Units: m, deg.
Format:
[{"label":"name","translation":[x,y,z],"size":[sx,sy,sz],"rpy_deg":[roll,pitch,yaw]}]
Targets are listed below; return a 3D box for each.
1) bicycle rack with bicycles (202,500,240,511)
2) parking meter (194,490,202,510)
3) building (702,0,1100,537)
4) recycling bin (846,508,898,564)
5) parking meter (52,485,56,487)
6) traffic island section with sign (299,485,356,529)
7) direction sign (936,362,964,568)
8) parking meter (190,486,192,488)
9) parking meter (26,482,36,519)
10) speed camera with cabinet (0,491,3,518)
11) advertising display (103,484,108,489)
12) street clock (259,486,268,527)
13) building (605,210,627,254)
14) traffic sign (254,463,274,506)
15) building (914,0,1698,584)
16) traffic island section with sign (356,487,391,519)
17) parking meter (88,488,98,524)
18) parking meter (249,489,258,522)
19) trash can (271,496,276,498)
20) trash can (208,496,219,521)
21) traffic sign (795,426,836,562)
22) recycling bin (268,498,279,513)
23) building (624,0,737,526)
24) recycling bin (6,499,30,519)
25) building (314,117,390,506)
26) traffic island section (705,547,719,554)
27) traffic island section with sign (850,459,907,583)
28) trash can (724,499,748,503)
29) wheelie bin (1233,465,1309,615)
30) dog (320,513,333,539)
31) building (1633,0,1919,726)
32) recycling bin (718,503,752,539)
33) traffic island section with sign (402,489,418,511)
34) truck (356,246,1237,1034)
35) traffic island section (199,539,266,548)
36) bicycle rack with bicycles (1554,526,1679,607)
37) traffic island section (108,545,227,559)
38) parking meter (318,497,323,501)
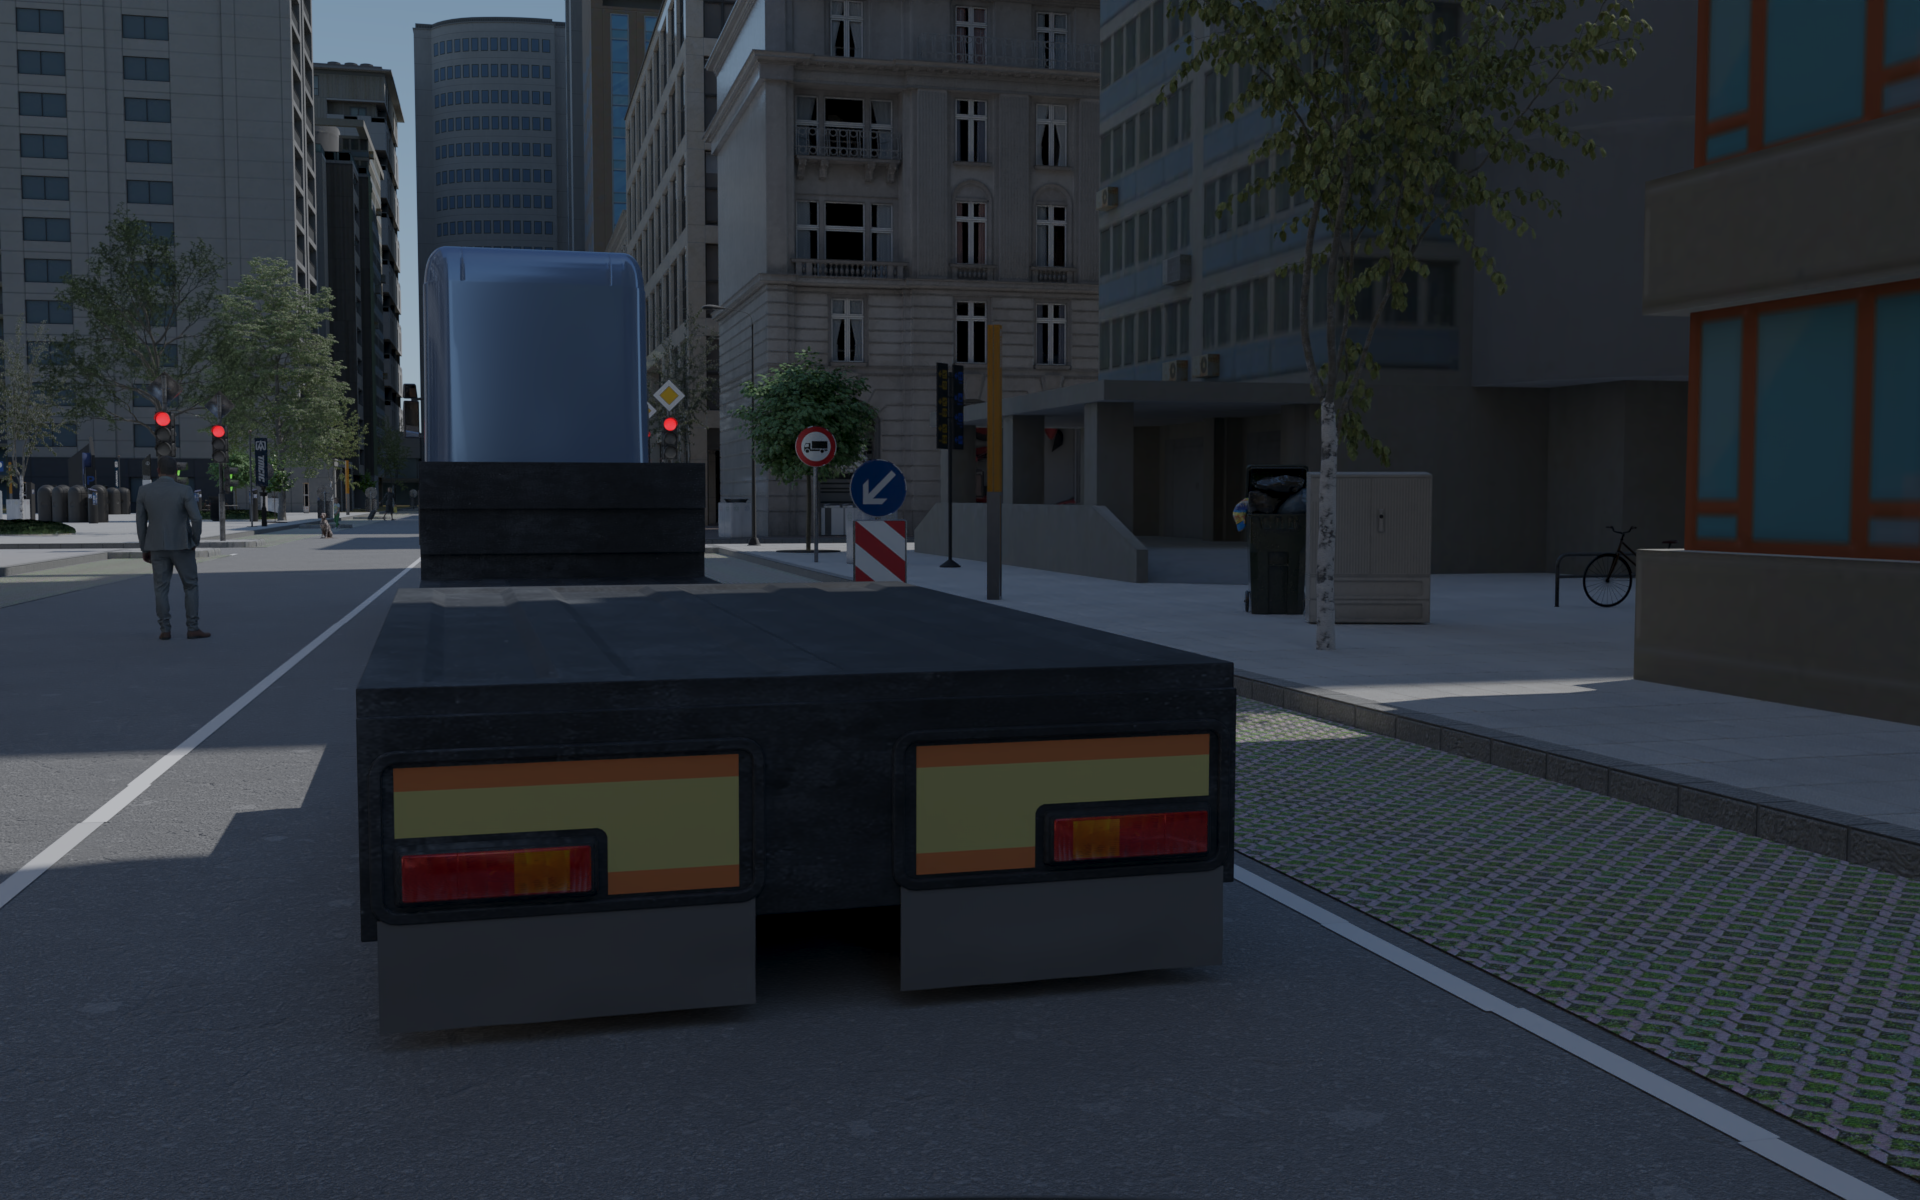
[{"label":"bicycle rack with bicycles","translation":[-44.253,-5.461,102.667],"size":[2.852,0.926,2.925],"rpy_deg":[3,4,38]},{"label":"parking meter","translation":[-44.392,-5.657,100.907],"size":[0.372,1.533,0.369],"rpy_deg":[0,3,0]},{"label":"building","translation":[3.888,-13.349,60.063],"size":[24.055,21.916,13.314],"rpy_deg":[-1,4,-15]},{"label":"recycling bin","translation":[-1.615,-1.175,31.772],"size":[0.722,1.027,0.722],"rpy_deg":[-2,4,-33]},{"label":"parking meter","translation":[-57.516,-6.378,109.997],"size":[0.255,1.863,0.399],"rpy_deg":[-2,4,-31]},{"label":"traffic island section with sign","translation":[-26.510,-3.902,72.433],"size":[1.989,1.847,2.006],"rpy_deg":[-1,4,-15]},{"label":"direction sign","translation":[-0.171,-2.338,30.228],"size":[0.379,3.537,0.876],"rpy_deg":[2,4,31]},{"label":"parking meter","translation":[-50.138,-6.540,112.642],"size":[0.399,1.863,0.255],"rpy_deg":[-2,4,-27]},{"label":"parking meter","translation":[-45.755,-4.867,85.290],"size":[0.255,1.863,0.399],"rpy_deg":[0,4,-2]},{"label":"speed camera with cabinet","translation":[-48.484,-5.639,86.526],"size":[0.660,3.252,2.038],"rpy_deg":[-3,5,-44]},{"label":"advertising display","translation":[-56.941,-6.741,115.436],"size":[0.123,1.923,0.974],"rpy_deg":[-2,4,-35]},{"label":"street clock","translation":[-27.513,-3.907,68.445],"size":[0.358,2.002,0.471],"rpy_deg":[-1,4,-11]},{"label":"building","translation":[-17.078,-17.035,114.675],"size":[11.583,22.565,21.152],"rpy_deg":[-1,4,-15]},{"label":"traffic sign","translation":[-27.636,-4.200,68.780],"size":[0.768,2.556,0.104],"rpy_deg":[0,4,-7]},{"label":"building","translation":[16.337,-20.955,34.492],"size":[32.217,40.220,23.993],"rpy_deg":[-1,4,-15]},{"label":"traffic island section with sign","translation":[-33.419,-5.496,98.492],"size":[1.989,1.847,2.006],"rpy_deg":[-1,4,-15]},{"label":"parking meter","translation":[-37.622,-4.082,75.153],"size":[0.372,1.533,0.369],"rpy_deg":[0,3,0]},{"label":"parking meter","translation":[-32.649,-4.381,80.038],"size":[0.372,1.533,0.369],"rpy_deg":[0,3,0]},{"label":"trash can","translation":[-44.724,-6.229,113.491],"size":[0.748,1.137,0.748],"rpy_deg":[0,3,0]},{"label":"trash can","translation":[-34.937,-4.269,81.456],"size":[0.748,1.137,0.748],"rpy_deg":[0,3,0]},{"label":"traffic sign","translation":[-2.698,-1.978,32.445],"size":[0.768,2.556,0.104],"rpy_deg":[-1,4,-10]},{"label":"recycling bin","translation":[-42.030,-5.736,106.340],"size":[0.722,1.027,0.722],"rpy_deg":[-3,5,-41]},{"label":"building","translation":[-5.982,-17.348,88.158],"size":[19.350,26.468,34.151],"rpy_deg":[-1,4,-15]},{"label":"recycling bin","translation":[-44.214,-4.205,81.310],"size":[0.722,1.027,0.722],"rpy_deg":[1,4,9]},{"label":"building","translation":[-70.062,-29.399,172.562],"size":[23.993,40.220,32.217],"rpy_deg":[-1,4,-15]},{"label":"traffic island section","translation":[-7.105,-1.245,42.640],"size":[2.009,0.180,2.903],"rpy_deg":[-1,4,-15]},{"label":"traffic island section with sign","translation":[-1.219,-0.720,20.397],"size":[1.989,1.847,2.006],"rpy_deg":[-1,4,-15]},{"label":"trash can","translation":[-6.676,-2.448,51.686],"size":[0.748,1.137,0.748],"rpy_deg":[0,3,0]},{"label":"wheelie bin","translation":[3.431,-0.654,18.595],"size":[0.980,1.594,0.693],"rpy_deg":[0,4,6]},{"label":"dog","translation":[-20.392,-2.397,56.026],"size":[0.513,0.831,0.800],"rpy_deg":[3,5,42]},{"label":"building","translation":[21.723,-9.534,0.920],"size":[27.650,21.520,28.899],"rpy_deg":[-1,4,-15]},{"label":"recycling bin","translation":[-6.542,-2.313,50.366],"size":[0.722,1.027,0.722],"rpy_deg":[-3,5,-40]},{"label":"traffic island section with sign","translation":[-46.036,-8.409,146.121],"size":[1.989,1.847,2.006],"rpy_deg":[-1,4,-15]},{"label":"truck","translation":[-3.009,-1.457,13.574],"size":[2.967,4.110,18.799],"rpy_deg":[-1,4,-16]},{"label":"traffic island section","translation":[-20.213,-1.539,47.443],"size":[2.009,0.180,2.903],"rpy_deg":[-1,4,-15]},{"label":"bicycle rack with bicycles","translation":[8.096,-0.346,19.041],"size":[2.925,0.926,2.852],"rpy_deg":[-1,4,-18]},{"label":"traffic island section","translation":[-18.167,-1.067,39.724],"size":[2.009,0.180,2.903],"rpy_deg":[-1,4,-15]},{"label":"parking meter","translation":[-42.695,-6.555,115.591],"size":[0.372,1.533,0.369],"rpy_deg":[0,3,0]}]
